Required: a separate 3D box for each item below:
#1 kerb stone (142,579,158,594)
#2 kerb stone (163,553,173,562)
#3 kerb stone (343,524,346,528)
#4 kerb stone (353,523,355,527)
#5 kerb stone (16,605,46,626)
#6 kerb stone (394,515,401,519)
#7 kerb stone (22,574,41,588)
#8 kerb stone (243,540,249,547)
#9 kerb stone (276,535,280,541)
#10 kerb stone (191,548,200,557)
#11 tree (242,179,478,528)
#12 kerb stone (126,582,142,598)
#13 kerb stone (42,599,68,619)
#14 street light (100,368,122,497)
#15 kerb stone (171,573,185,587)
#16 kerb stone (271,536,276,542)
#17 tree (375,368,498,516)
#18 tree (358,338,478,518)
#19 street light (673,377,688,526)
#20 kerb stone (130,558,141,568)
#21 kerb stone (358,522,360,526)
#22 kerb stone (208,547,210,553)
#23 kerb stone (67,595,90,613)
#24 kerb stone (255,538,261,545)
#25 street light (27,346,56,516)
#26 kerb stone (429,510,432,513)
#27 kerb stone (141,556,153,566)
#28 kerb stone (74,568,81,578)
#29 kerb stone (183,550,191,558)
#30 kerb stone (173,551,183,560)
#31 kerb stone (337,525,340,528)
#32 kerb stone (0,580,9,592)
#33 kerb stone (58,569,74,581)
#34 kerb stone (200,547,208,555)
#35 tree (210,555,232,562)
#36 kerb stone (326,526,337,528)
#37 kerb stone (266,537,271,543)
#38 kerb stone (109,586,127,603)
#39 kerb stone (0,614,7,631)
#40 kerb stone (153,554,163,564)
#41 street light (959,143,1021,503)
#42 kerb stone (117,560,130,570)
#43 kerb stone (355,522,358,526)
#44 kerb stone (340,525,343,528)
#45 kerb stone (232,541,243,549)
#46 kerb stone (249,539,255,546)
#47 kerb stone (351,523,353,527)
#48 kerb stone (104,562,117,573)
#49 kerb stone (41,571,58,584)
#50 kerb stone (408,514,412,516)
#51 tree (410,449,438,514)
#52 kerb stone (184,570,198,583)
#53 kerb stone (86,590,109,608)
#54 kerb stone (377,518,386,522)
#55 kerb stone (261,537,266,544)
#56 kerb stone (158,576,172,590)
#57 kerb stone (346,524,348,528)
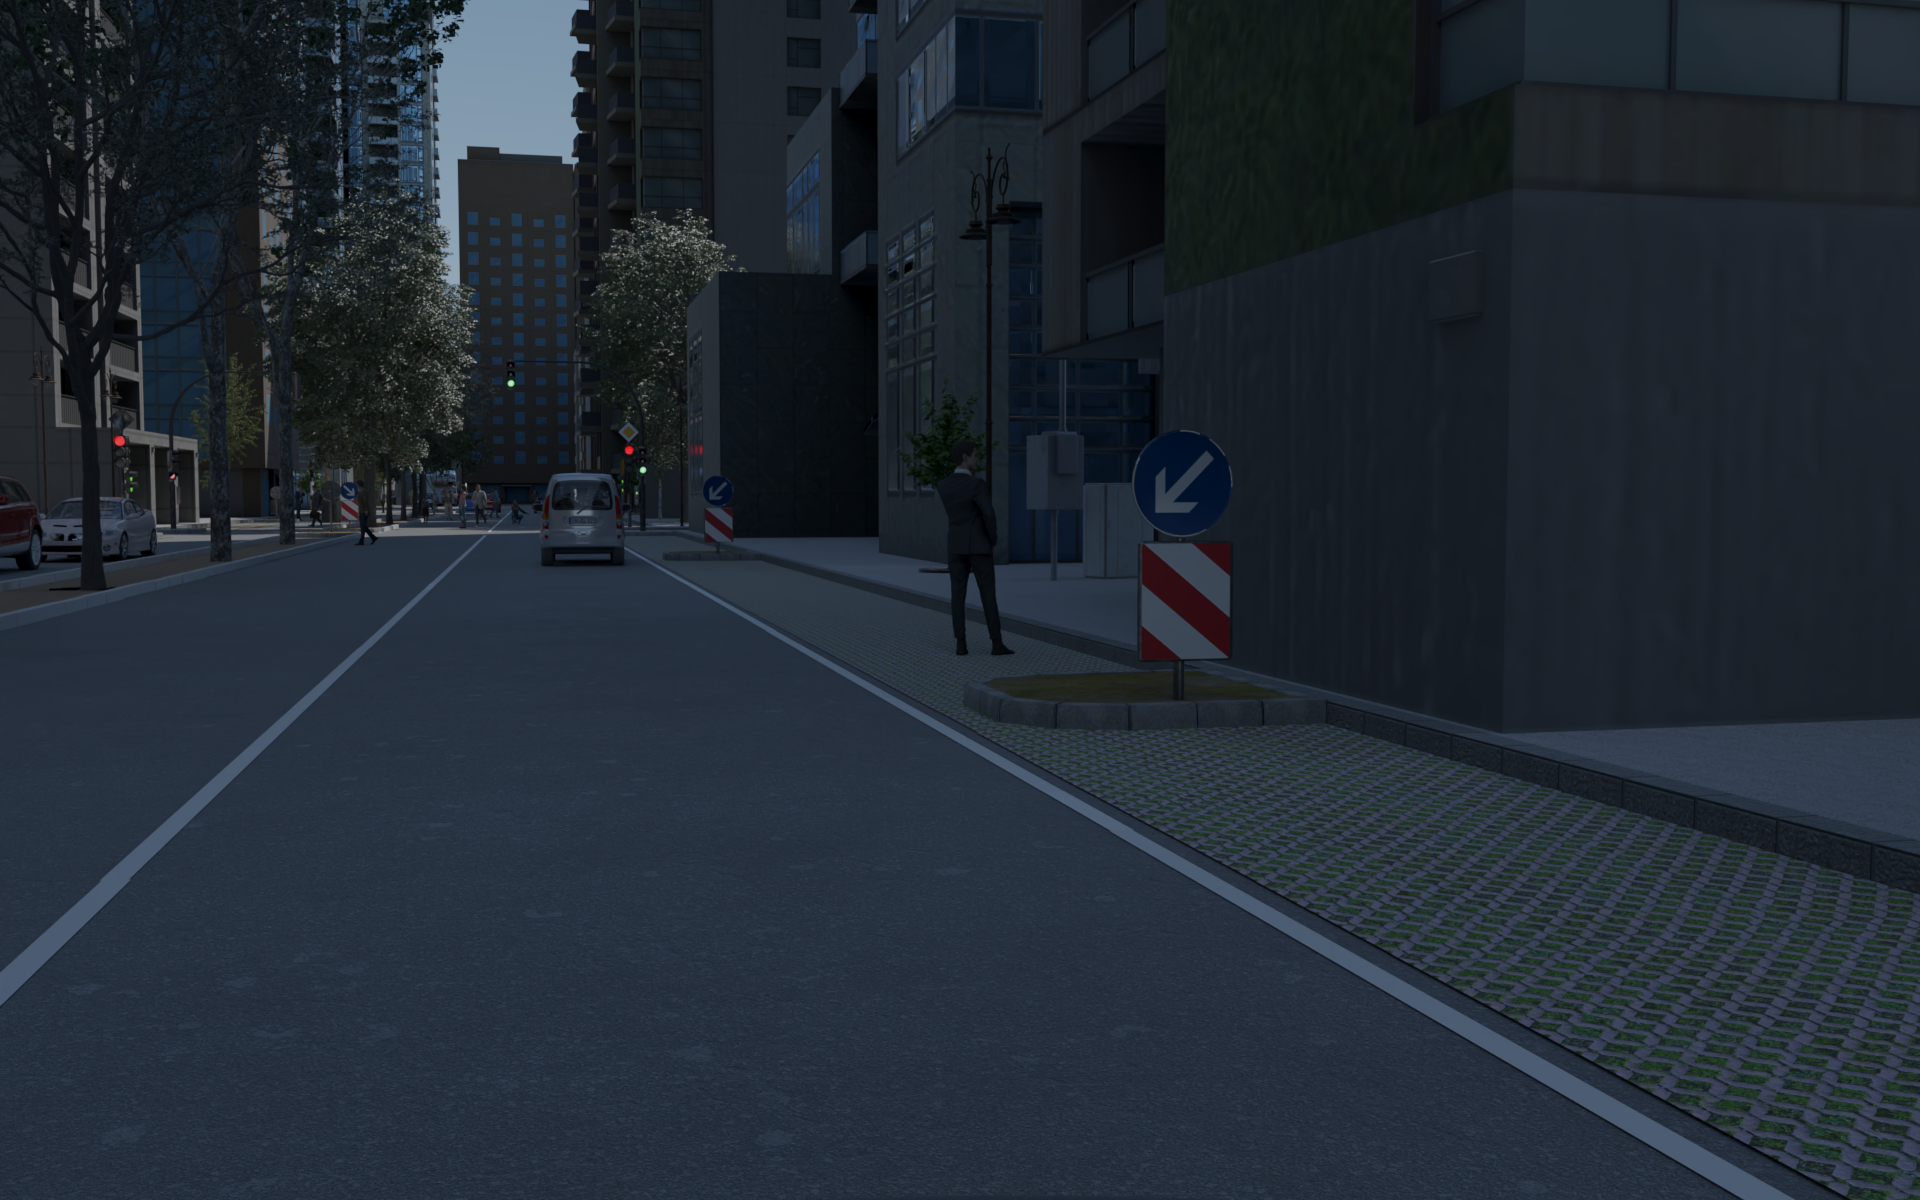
[{"bbox_3d":[-11.847,-0.179,25.122,0.120,0.150,1.000,-1,4,-14],"label":"kerb stone"},{"bbox_3d":[-16.850,-0.879,36.596,0.120,0.150,1.000,-1,4,-14],"label":"kerb stone"},{"bbox_3d":[-25.382,-2.981,70.935,0.120,0.150,1.000,-1,4,-14],"label":"kerb stone"},{"bbox_3d":[-26.370,-3.220,74.909,0.120,0.150,1.000,-1,4,-14],"label":"kerb stone"},{"bbox_3d":[-10.354,0.185,19.170,0.120,0.150,1.000,-1,4,-14],"label":"kerb stone"},{"bbox_3d":[-33.053,-4.864,101.768,0.120,0.150,1.000,-1,4,-14],"label":"kerb stone"},{"bbox_3d":[-14.373,-0.263,26.628,0.120,0.150,1.000,-1,4,-14],"label":"kerb stone"},{"bbox_3d":[-19.325,-1.488,46.557,0.120,0.150,1.000,-1,4,-14],"label":"kerb stone"},{"bbox_3d":[-20.814,-1.855,52.531,0.120,0.150,1.000,-1,4,-14],"label":"kerb stone"},{"bbox_3d":[-17.593,-1.063,39.576,0.120,0.150,1.000,-1,4,-14],"label":"kerb stone"},{"bbox_3d":[-23.984,-9.831,69.850,9.857,13.997,8.962,0,3,0],"label":"tree"},{"bbox_3d":[-11.601,-0.118,24.128,0.120,0.150,1.000,-1,4,-14],"label":"kerb stone"},{"bbox_3d":[-10.605,0.124,20.161,0.120,0.150,1.000,-1,4,-14],"label":"kerb stone"},{"bbox_3d":[-30.982,-5.536,63.306,0.468,5.910,1.993,-1,4,-14],"label":"street light"},{"bbox_3d":[-12.335,-0.298,27.111,0.120,0.150,1.000,-1,4,-14],"label":"kerb stone"},{"bbox_3d":[-20.564,-1.794,51.535,0.120,0.150,1.000,-1,4,-14],"label":"kerb stone"},{"bbox_3d":[-35.089,-11.819,112.708,9.611,12.733,9.660,0,3,0],"label":"tree"},{"bbox_3d":[-32.500,-10.705,103.232,9.928,11.665,9.643,0,3,0],"label":"tree"},{"bbox_3d":[-11.032,-5.857,68.549,0.468,5.910,1.993,-1,4,-14],"label":"street light"},{"bbox_3d":[-16.110,-0.698,33.604,0.120,0.150,1.000,-1,4,-14],"label":"kerb stone"},{"bbox_3d":[-26.863,-3.346,76.904,0.120,0.150,1.000,-1,4,-14],"label":"kerb stone"},{"bbox_3d":[-18.088,-1.184,41.562,0.120,0.150,1.000,-1,4,-14],"label":"kerb stone"},{"bbox_3d":[-10.853,0.069,21.153,0.120,0.150,1.000,-1,4,-14],"label":"kerb stone"},{"bbox_3d":[-19.822,-1.611,48.553,0.120,0.150,1.000,-1,4,-14],"label":"kerb stone"},{"bbox_3d":[-28.741,-4.989,54.355,0.468,5.910,1.993,-1,4,-14],"label":"street light"},{"bbox_3d":[-41.697,-6.998,136.605,0.120,0.150,1.000,-1,4,-14],"label":"kerb stone"},{"bbox_3d":[-16.352,-0.759,34.598,0.120,0.150,1.000,-1,4,-14],"label":"kerb stone"},{"bbox_3d":[-15.122,-0.454,29.617,0.120,0.150,1.000,-1,4,-14],"label":"kerb stone"},{"bbox_3d":[-17.351,-1.002,38.582,0.120,0.150,1.000,-1,4,-14],"label":"kerb stone"},{"bbox_3d":[-17.093,-0.941,37.589,0.120,0.150,1.000,-1,4,-14],"label":"kerb stone"},{"bbox_3d":[-24.885,-2.859,68.945,0.120,0.150,1.000,-1,4,-14],"label":"kerb stone"},{"bbox_3d":[-14.137,-0.201,25.633,0.120,0.150,1.000,-1,4,-14],"label":"kerb stone"},{"bbox_3d":[-14.874,-0.393,28.624,0.120,0.150,1.000,-1,4,-14],"label":"kerb stone"},{"bbox_3d":[-17.841,-1.124,40.570,0.120,0.150,1.000,-1,4,-14],"label":"kerb stone"},{"bbox_3d":[-17.049,-10.905,36.646,12.611,20.169,13.585,0,3,0],"label":"tree"},{"bbox_3d":[-24.640,-2.798,67.943,0.120,0.150,1.000,-1,4,-14],"label":"kerb stone"},{"bbox_3d":[-20.314,-1.733,50.542,0.120,0.150,1.000,-1,4,-14],"label":"kerb stone"},{"bbox_3d":[-11.342,-0.055,23.139,0.120,0.150,1.000,-1,4,-14],"label":"kerb stone"},{"bbox_3d":[-10.109,0.247,18.175,0.120,0.150,1.000,-1,4,-14],"label":"kerb stone"},{"bbox_3d":[-16.606,-0.819,35.588,0.120,0.150,1.000,-1,4,-14],"label":"kerb stone"},{"bbox_3d":[0.390,-3.088,23.271,0.468,5.910,1.993,-1,4,-14],"label":"street light"},{"bbox_3d":[-15.865,-0.637,32.610,0.120,0.150,1.000,-1,4,-14],"label":"kerb stone"},{"bbox_3d":[-26.613,-3.285,75.902,0.120,0.150,1.000,-1,4,-14],"label":"kerb stone"},{"bbox_3d":[-25.137,-2.918,69.940,0.120,0.150,1.000,-1,4,-14],"label":"kerb stone"},{"bbox_3d":[-19.077,-1.428,45.548,0.120,0.150,1.000,-1,4,-14],"label":"kerb stone"},{"bbox_3d":[-19.573,-1.551,47.552,0.120,0.150,1.000,-1,4,-14],"label":"kerb stone"},{"bbox_3d":[-26.125,-3.163,73.917,0.120,0.150,1.000,-1,4,-14],"label":"kerb stone"},{"bbox_3d":[-15.613,-0.572,31.619,0.120,0.150,1.000,-1,4,-14],"label":"kerb stone"},{"bbox_3d":[-14.629,-0.332,27.629,0.120,0.150,1.000,-1,4,-14],"label":"kerb stone"},{"bbox_3d":[-35.768,-5.537,112.721,0.120,0.150,1.000,-1,4,-14],"label":"kerb stone"},{"bbox_3d":[-36.918,-10.305,121.311,4.360,8.622,3.978,0,3,0],"label":"tree"},{"bbox_3d":[-12.581,-0.360,28.121,0.120,0.150,1.000,-1,4,-14],"label":"kerb stone"},{"bbox_3d":[-11.100,0.003,22.146,0.120,0.150,1.000,-1,4,-14],"label":"kerb stone"},{"bbox_3d":[-30.323,-4.195,90.826,0.120,0.150,1.000,-1,4,-14],"label":"kerb stone"},{"bbox_3d":[-20.076,-1.673,49.548,0.120,0.150,1.000,-1,4,-14],"label":"kerb stone"},{"bbox_3d":[-12.089,-0.232,26.115,0.120,0.150,1.000,-1,4,-14],"label":"kerb stone"},{"bbox_3d":[-25.625,-3.041,71.928,0.120,0.150,1.000,-1,4,-14],"label":"kerb stone"}]
